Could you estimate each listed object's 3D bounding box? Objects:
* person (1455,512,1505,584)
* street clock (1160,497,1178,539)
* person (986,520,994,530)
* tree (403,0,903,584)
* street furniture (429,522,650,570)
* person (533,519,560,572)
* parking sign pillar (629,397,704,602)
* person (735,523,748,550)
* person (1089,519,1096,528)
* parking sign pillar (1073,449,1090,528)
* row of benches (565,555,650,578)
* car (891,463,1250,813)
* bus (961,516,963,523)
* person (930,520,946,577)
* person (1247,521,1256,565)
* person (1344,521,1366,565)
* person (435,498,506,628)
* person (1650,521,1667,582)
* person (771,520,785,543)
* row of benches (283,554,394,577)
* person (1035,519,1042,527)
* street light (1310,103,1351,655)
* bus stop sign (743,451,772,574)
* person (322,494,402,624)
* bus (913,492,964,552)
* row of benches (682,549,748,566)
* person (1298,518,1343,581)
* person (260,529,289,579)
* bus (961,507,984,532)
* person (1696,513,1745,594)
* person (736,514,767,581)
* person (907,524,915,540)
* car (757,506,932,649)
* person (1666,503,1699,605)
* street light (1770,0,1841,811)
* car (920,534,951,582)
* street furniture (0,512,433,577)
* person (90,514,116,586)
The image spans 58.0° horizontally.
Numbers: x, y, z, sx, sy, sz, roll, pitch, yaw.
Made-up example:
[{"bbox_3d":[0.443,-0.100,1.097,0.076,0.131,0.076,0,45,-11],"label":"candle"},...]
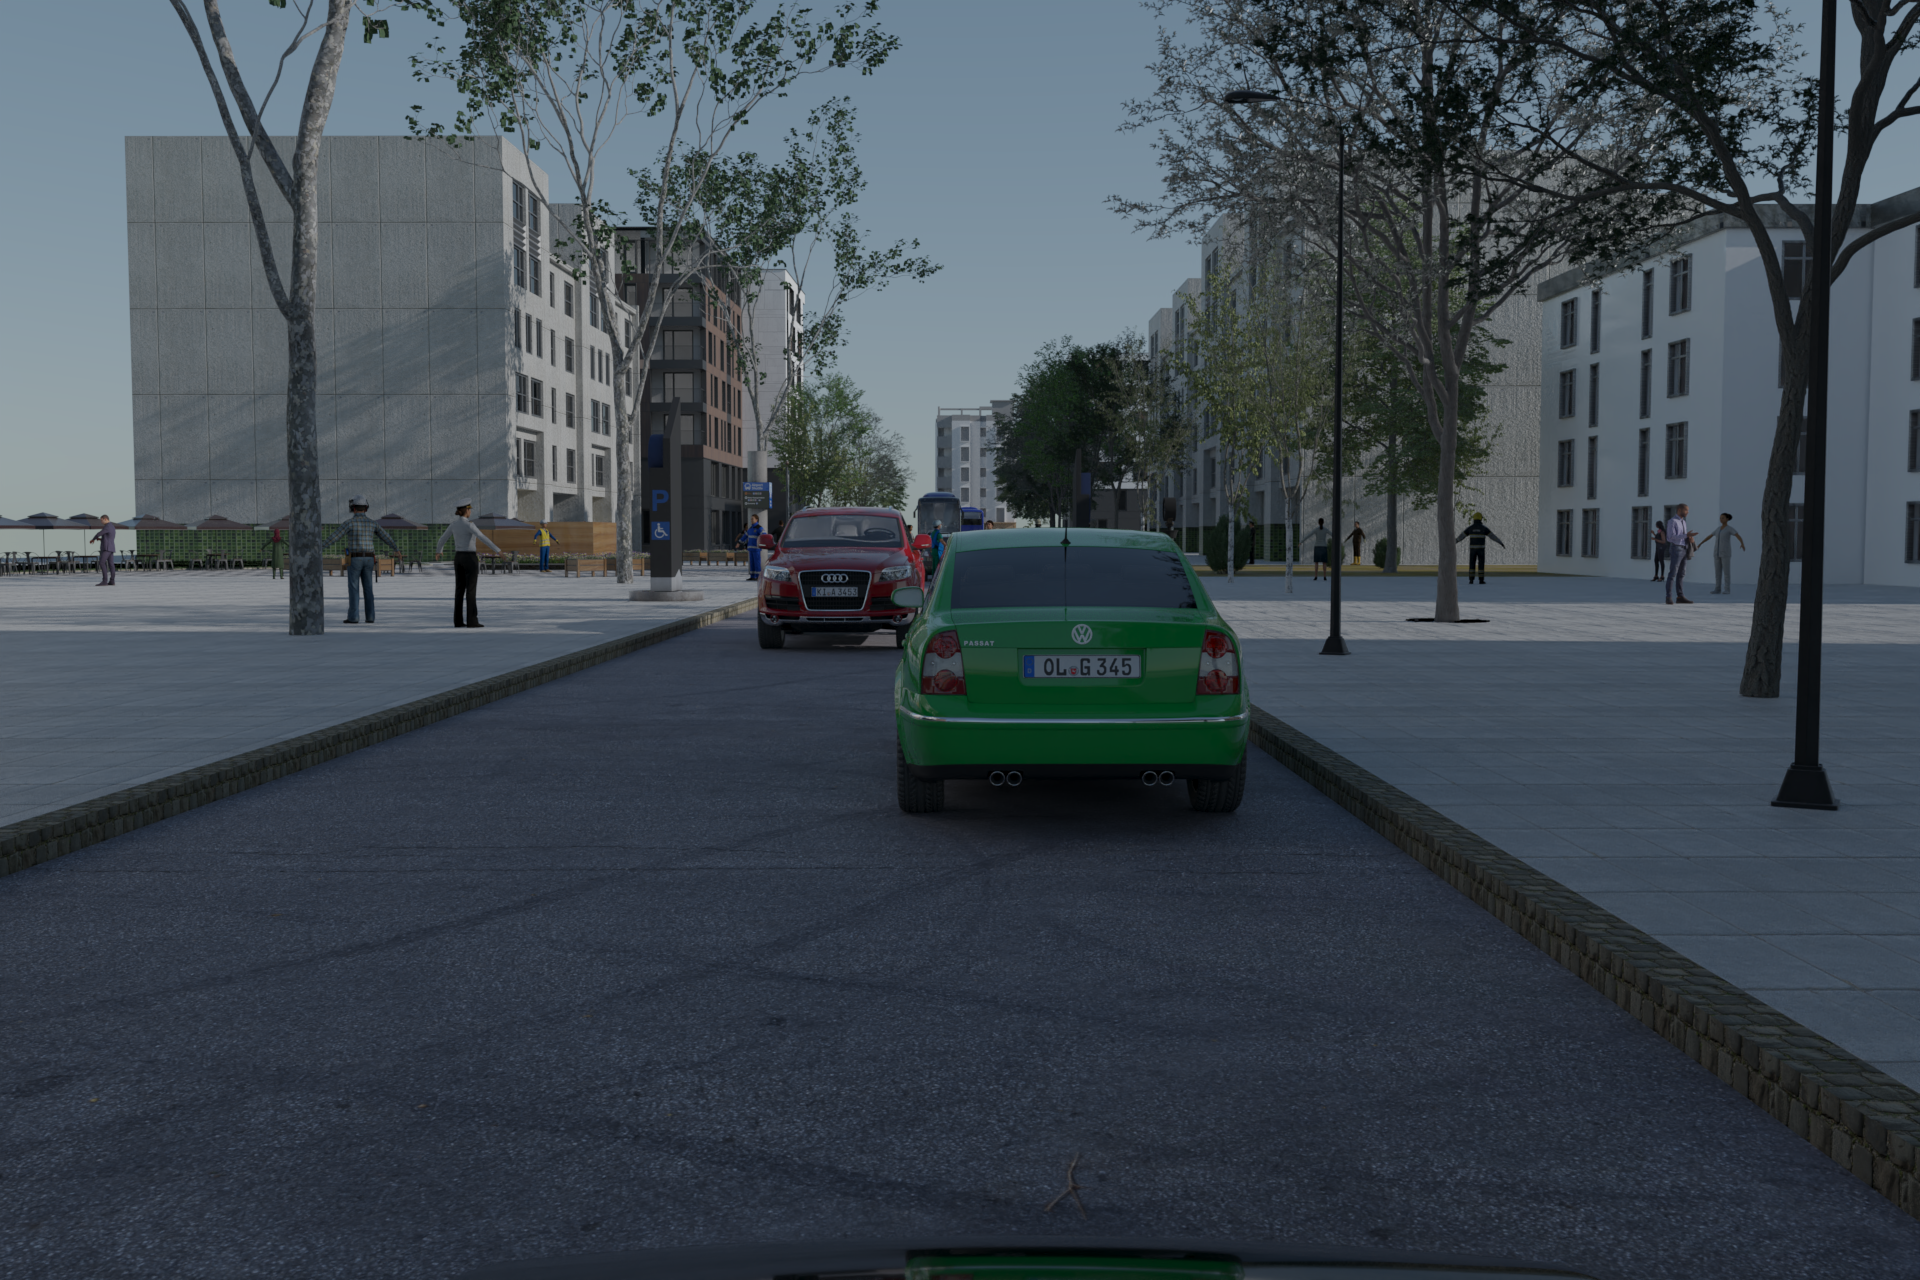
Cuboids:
[{"bbox_3d":[13.278,-2.365,44.436,1.351,1.858,0.704,2,4,26],"label":"person"},{"bbox_3d":[4.126,-1.810,34.168,0.358,2.002,0.471,0,4,0],"label":"street clock"},{"bbox_3d":[0.785,-2.319,46.553,1.347,1.806,0.705,1,4,18],"label":"person"},{"bbox_3d":[-8.023,-11.453,43.150,12.611,20.169,13.585,0,3,0],"label":"tree"},{"bbox_3d":[-14.592,-3.481,63.765,11.010,1.723,9.812,0,4,0],"label":"street furniture"},{"bbox_3d":[-13.897,-3.161,58.142,0.721,1.772,1.216,2,4,29],"label":"person"},{"bbox_3d":[-5.687,-2.752,33.465,1.447,3.967,1.447,0,4,0],"label":"parking sign pillar"},{"bbox_3d":[-10.383,-4.797,84.574,1.345,1.843,0.704,-2,4,-31],"label":"person"},{"bbox_3d":[4.590,-3.261,59.451,0.705,1.813,1.348,-1,4,-20],"label":"person"},{"bbox_3d":[3.866,-4.094,55.416,1.447,3.967,1.447,0,4,-1],"label":"parking sign pillar"},{"bbox_3d":[-10.145,-2.272,52.616,1.422,0.672,4.104,3,5,40],"label":"row of benches"},{"bbox_3d":[0.549,-0.091,10.279,1.959,1.807,4.718,0,4,0],"label":"car"},{"bbox_3d":[-1.208,-9.341,144.268,2.896,3.916,12.251,0,3,0],"label":"bus"},{"bbox_3d":[-0.600,-2.419,48.132,0.704,1.817,1.347,-2,4,-24],"label":"person"},{"bbox_3d":[12.273,-4.104,73.033,0.705,1.837,1.347,1,4,20],"label":"person"},{"bbox_3d":[16.388,-4.006,71.634,0.704,1.812,1.346,-2,4,-25],"label":"person"},{"bbox_3d":[-6.746,-1.061,23.804,1.216,1.778,0.721,2,4,26],"label":"person"},{"bbox_3d":[18.812,-2.399,46.734,0.415,1.643,0.593,-2,4,-28],"label":"person"},{"bbox_3d":[-6.679,-3.578,64.729,1.346,1.802,0.704,0,4,3],"label":"person"},{"bbox_3d":[-18.894,-2.274,52.645,4.104,0.672,1.422,2,4,24],"label":"row of benches"},{"bbox_3d":[3.043,-3.772,67.447,1.354,1.856,0.705,0,4,7],"label":"person"},{"bbox_3d":[4.542,-2.798,18.285,1.470,5.913,1.316,0,4,0],"label":"street light"},{"bbox_3d":[-6.443,-4.044,55.139,0.837,3.901,0.837,0,4,-1],"label":"bus stop sign"},{"bbox_3d":[-8.645,-1.167,24.916,1.345,1.849,0.704,-3,5,-42],"label":"person"},{"bbox_3d":[-1.237,-6.917,104.638,2.896,3.916,12.251,0,4,0],"label":"bus"},{"bbox_3d":[-9.576,-3.346,70.162,4.104,0.672,1.422,2,4,34],"label":"row of benches"},{"bbox_3d":[9.965,-2.511,47.883,1.217,1.735,0.721,0,4,6],"label":"person"},{"bbox_3d":[-19.417,-2.452,49.298,0.989,1.438,0.599,-1,4,-10],"label":"person"},{"bbox_3d":[0.729,-10.098,156.649,2.896,3.916,12.251,0,4,-1],"label":"bus"},{"bbox_3d":[16.276,-1.853,37.063,0.721,1.739,1.217,-2,4,-29],"label":"person"},{"bbox_3d":[-5.642,-2.538,47.474,1.345,1.831,0.704,3,5,44],"label":"person"},{"bbox_3d":[-2.046,-3.839,71.367,0.704,1.843,1.345,2,4,26],"label":"person"},{"bbox_3d":[-1.516,-0.897,23.336,2.281,1.827,5.304,0,4,0],"label":"car"},{"bbox_3d":[13.207,-1.568,31.549,0.709,1.838,0.599,-3,5,-41],"label":"person"},{"bbox_3d":[4.548,-2.170,8.021,1.470,5.913,1.316,0,4,0],"label":"street light"},{"bbox_3d":[-0.388,-2.687,53.713,2.009,1.686,4.222,0,4,-1],"label":"car"},{"bbox_3d":[-31.170,-3.377,60.239,14.083,1.986,27.439,1,4,19],"label":"street furniture"},{"bbox_3d":[-21.263,-2.229,42.941,0.568,1.767,0.683,-1,4,-11],"label":"person"}]
